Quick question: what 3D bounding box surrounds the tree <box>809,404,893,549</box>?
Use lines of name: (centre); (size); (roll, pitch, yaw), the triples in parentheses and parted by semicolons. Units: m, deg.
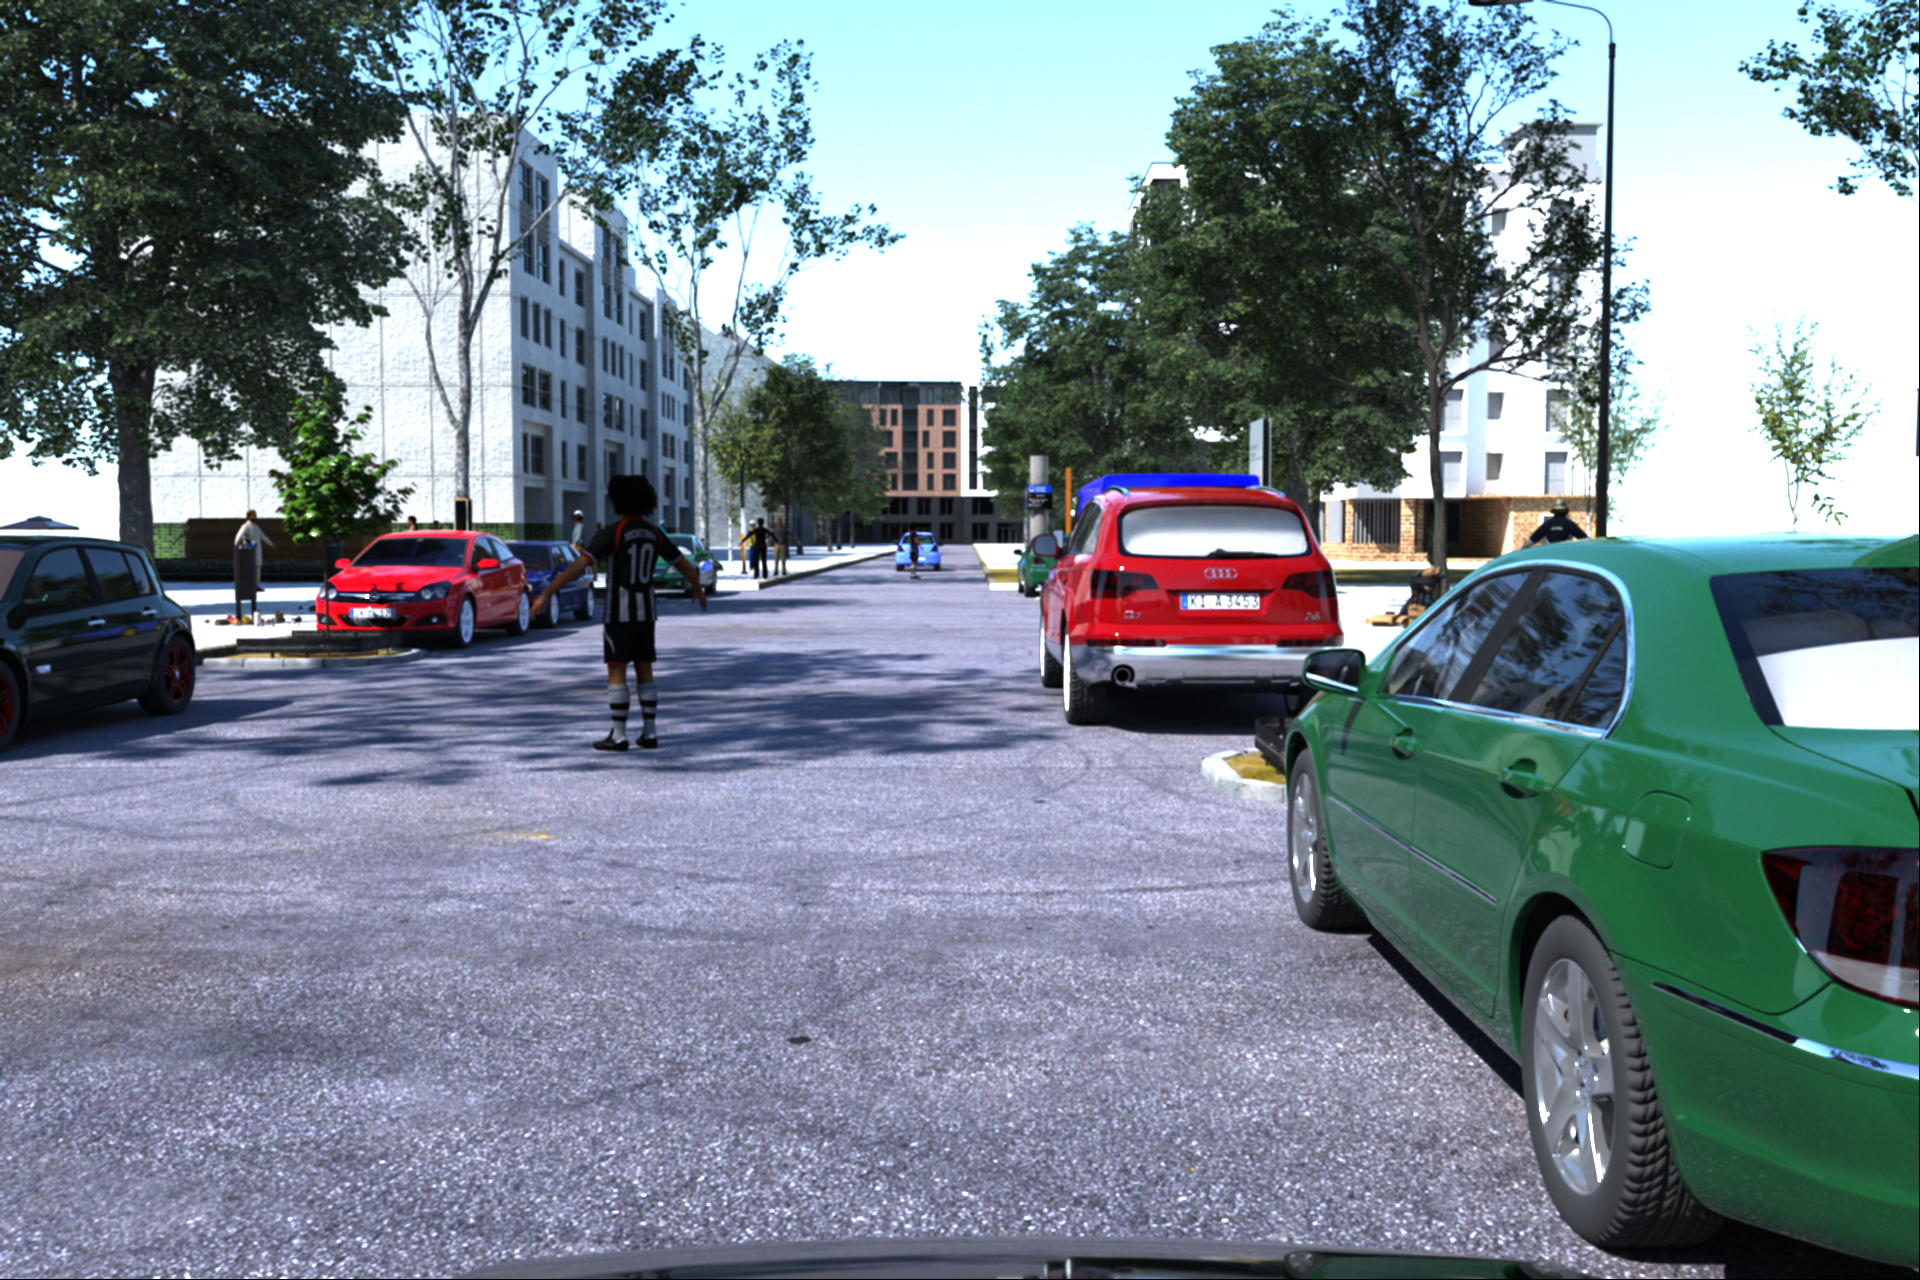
tree: (-9.848, -14.266, 151.380); (7.486, 12.596, 7.792); (0, 3, 0)

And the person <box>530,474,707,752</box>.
person: (-2.209, -0.179, 11.523); (1.345, 1.843, 0.704); (-3, 5, -43)

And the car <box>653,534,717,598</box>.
car: (-6.765, -1.729, 40.062); (2.131, 1.459, 4.920); (0, 4, 0)

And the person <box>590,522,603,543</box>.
person: (-16.362, -4.428, 78.520); (0.705, 1.813, 1.348); (-3, 5, -39)

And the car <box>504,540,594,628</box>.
car: (-7.000, -0.913, 27.515); (1.945, 1.354, 3.894); (0, 4, 0)

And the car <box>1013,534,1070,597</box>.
car: (2.343, -1.767, 40.696); (2.131, 1.459, 4.920); (0, 4, -1)

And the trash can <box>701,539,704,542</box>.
trash can: (-7.850, -2.391, 50.749); (0.748, 1.137, 0.748); (0, 3, 0)

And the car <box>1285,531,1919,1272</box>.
car: (2.152, 0.421, 4.907); (2.131, 1.459, 4.920); (0, 3, 0)

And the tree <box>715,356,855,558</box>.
tree: (-9.366, -9.614, 91.594); (8.767, 10.594, 7.601); (1, 4, 21)

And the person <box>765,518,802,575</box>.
person: (-5.624, -2.927, 54.123); (1.348, 1.796, 0.705); (0, 4, -4)

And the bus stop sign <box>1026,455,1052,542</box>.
bus stop sign: (2.652, -4.233, 58.227); (0.837, 3.901, 0.837); (0, 4, -1)

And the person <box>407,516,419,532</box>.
person: (-13.745, -2.223, 43.159); (0.721, 1.737, 1.217); (-1, 4, -10)

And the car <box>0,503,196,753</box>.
car: (-7.060, -0.158, 12.374); (2.009, 1.686, 4.222); (0, 4, 1)

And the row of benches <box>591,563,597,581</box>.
row of benches: (-11.436, -1.858, 45.841); (1.422, 0.672, 4.104); (3, 5, 39)

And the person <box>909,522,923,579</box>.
person: (-1.443, -2.869, 55.511); (0.704, 1.843, 1.345); (-1, 4, -16)

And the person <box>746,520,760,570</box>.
person: (-7.308, -3.385, 61.803); (0.721, 1.772, 1.216); (1, 4, 22)

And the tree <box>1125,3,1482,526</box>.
tree: (8.454, -8.305, 42.435); (9.857, 13.997, 8.962); (0, 3, 0)

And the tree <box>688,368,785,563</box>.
tree: (-9.987, -7.743, 76.965); (4.737, 8.622, 4.395); (0, 3, 0)

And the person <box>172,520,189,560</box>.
person: (-24.952, -3.006, 55.958); (0.721, 1.733, 1.217); (1, 4, 19)

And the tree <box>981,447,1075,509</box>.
tree: (6.134, -12.225, 134.286); (8.767, 10.594, 7.601); (-1, 4, -16)

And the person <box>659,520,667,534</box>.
person: (-11.325, -3.675, 66.207); (0.704, 1.817, 1.347); (-2, 4, -34)

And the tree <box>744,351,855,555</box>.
tree: (-10.443, -11.620, 108.115); (7.486, 12.596, 7.792); (0, 3, 0)

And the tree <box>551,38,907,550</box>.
tree: (-8.484, -12.822, 65.524); (12.611, 20.169, 13.585); (0, 3, 0)

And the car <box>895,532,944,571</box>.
car: (-1.606, -3.552, 67.667); (1.945, 1.707, 3.694); (0, 4, 0)

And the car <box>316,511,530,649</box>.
car: (-7.038, -0.853, 22.982); (2.155, 1.783, 4.494); (0, 4, 1)

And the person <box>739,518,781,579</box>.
person: (-5.704, -2.611, 49.407); (1.216, 1.740, 0.721); (-1, 4, -17)

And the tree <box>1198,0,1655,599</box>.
tree: (7.711, -5.755, 28.506); (7.601, 10.594, 8.767); (2, 4, 25)

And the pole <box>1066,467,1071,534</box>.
pole: (3.319, -3.623, 53.081); (0.158, 3.312, 0.155); (0, 3, 0)

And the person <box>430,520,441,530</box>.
person: (-19.812, -3.634, 65.638); (1.346, 1.802, 0.704); (2, 4, 26)

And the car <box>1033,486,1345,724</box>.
car: (1.784, -0.361, 14.583); (2.281, 1.827, 5.304); (0, 4, -1)

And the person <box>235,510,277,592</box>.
person: (-15.661, -1.975, 38.385); (0.704, 1.819, 1.344); (1, 4, 16)

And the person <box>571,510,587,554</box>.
person: (-9.205, -2.194, 41.708); (0.704, 1.849, 1.345); (-1, 4, -10)

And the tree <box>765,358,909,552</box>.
tree: (-9.175, -12.878, 120.924); (12.009, 13.543, 11.850); (0, 3, 0)

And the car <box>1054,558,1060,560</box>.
car: (2.638, -1.274, 30.416); (1.945, 1.707, 3.694); (0, 4, -1)

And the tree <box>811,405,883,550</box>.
tree: (-9.836, -13.141, 140.604); (9.928, 11.665, 9.643); (0, 3, 0)

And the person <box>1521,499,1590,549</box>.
person: (9.580, -1.333, 27.664); (1.351, 1.845, 0.704); (2, 4, 35)

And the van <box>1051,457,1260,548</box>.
van: (2.251, -0.956, 20.009); (2.240, 2.365, 5.245); (0, 3, 0)
